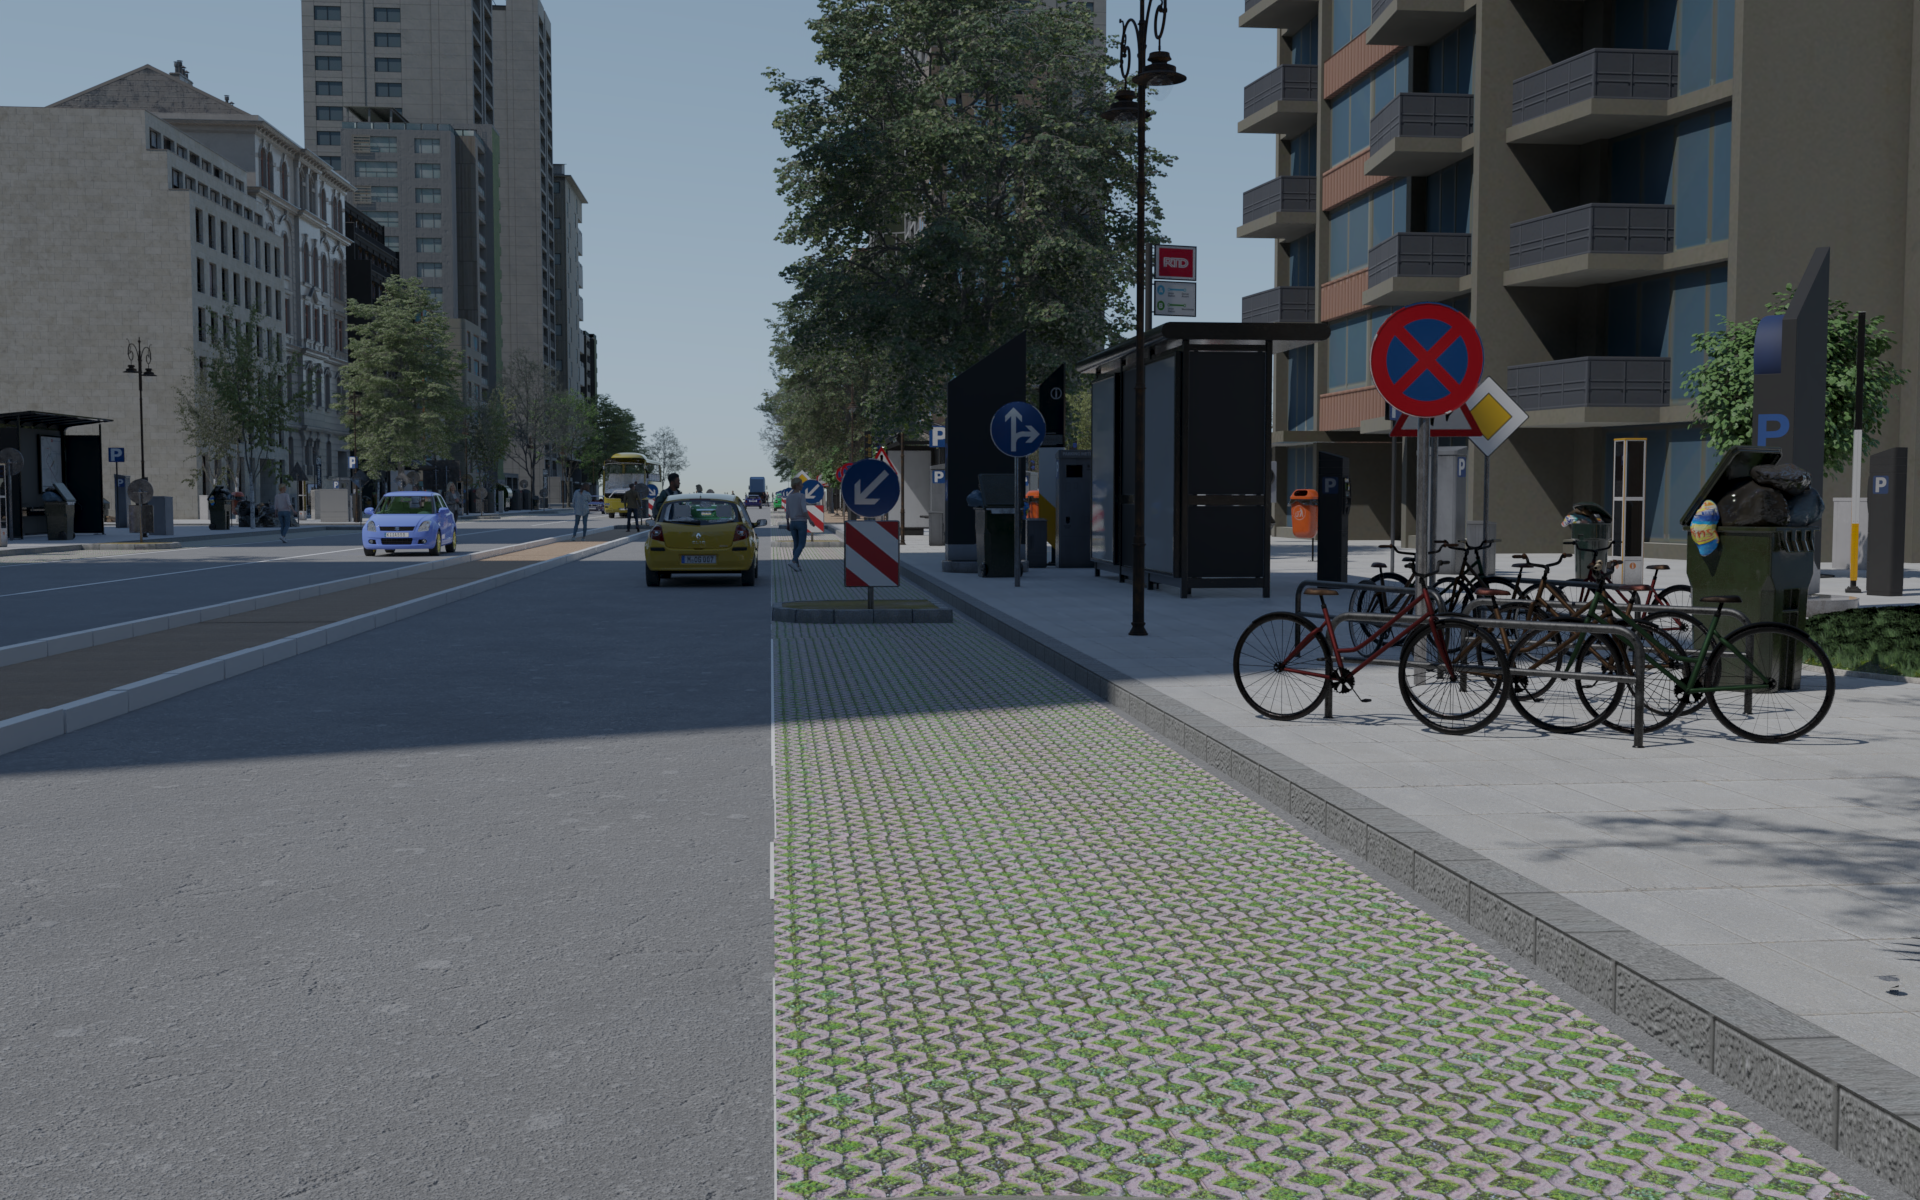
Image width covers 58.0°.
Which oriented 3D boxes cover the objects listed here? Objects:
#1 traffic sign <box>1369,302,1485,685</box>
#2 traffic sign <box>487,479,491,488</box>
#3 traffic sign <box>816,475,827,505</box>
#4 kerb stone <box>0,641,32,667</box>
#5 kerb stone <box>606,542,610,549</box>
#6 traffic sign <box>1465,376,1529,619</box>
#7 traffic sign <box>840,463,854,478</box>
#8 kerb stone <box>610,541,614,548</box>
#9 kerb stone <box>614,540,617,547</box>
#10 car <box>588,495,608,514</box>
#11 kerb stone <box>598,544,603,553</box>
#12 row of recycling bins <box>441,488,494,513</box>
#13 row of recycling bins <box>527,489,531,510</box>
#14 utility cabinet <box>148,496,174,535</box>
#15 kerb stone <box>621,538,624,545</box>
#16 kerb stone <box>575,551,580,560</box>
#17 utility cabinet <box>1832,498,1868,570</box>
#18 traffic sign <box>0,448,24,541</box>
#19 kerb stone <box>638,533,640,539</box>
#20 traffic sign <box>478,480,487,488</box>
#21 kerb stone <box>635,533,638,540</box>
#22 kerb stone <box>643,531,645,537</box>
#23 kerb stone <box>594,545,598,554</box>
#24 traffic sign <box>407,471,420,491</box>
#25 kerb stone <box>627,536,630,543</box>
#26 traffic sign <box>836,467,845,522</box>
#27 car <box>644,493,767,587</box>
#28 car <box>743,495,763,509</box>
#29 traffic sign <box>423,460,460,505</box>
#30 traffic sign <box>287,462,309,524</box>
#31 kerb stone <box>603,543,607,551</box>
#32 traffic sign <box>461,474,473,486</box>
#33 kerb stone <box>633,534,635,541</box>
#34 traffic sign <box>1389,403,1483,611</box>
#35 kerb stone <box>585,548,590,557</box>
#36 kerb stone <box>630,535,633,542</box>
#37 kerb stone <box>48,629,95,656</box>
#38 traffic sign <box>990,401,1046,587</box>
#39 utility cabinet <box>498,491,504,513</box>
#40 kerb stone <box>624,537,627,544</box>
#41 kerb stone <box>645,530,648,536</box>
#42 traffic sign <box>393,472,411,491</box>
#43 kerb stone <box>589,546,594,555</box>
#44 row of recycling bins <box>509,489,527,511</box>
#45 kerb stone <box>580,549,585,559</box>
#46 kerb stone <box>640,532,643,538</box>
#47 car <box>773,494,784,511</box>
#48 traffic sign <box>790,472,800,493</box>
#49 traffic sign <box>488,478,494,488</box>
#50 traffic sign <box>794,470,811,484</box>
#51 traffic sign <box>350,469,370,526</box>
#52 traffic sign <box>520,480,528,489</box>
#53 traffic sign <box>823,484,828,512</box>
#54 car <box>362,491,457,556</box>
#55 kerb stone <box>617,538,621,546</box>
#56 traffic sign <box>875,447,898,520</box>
[{"bbox_3d":[3.095,-0.702,11.580,0.768,2.556,0.104,0,4,-1],"label":"traffic sign"},{"bbox_3d":[-33.817,-7.506,123.901,0.795,2.450,0.064,0,4,-3],"label":"traffic sign"},{"bbox_3d":[-8.145,-6.276,102.713,0.768,2.556,0.104,0,4,-5],"label":"traffic sign"},{"bbox_3d":[-7.999,0.463,14.661,0.120,0.150,1.000,0,4,-6],"label":"kerb stone"},{"bbox_3d":[-9.153,-1.357,44.499,0.120,0.150,1.000,0,4,-6],"label":"kerb stone"},{"bbox_3d":[5.164,-0.968,17.007,0.795,2.450,0.064,0,4,1],"label":"traffic sign"},{"bbox_3d":[-4.449,-4.277,70.040,0.768,2.556,0.104,0,4,-3],"label":"traffic sign"},{"bbox_3d":[-9.262,-1.426,45.515,0.120,0.150,1.000,0,4,-6],"label":"kerb stone"},{"bbox_3d":[-9.380,-1.488,46.530,0.120,0.150,1.000,0,4,-6],"label":"kerb stone"},{"bbox_3d":[-26.146,-6.824,124.145,1.945,1.354,3.894,0,4,-4],"label":"car"},{"bbox_3d":[-8.921,-1.237,42.456,0.120,0.150,1.000,0,4,-6],"label":"kerb stone"},{"bbox_3d":[-32.884,-6.639,115.658,3.534,1.692,1.069,-3,4,-38],"label":"row of recycling bins"},{"bbox_3d":[-35.831,-8.059,138.870,1.069,1.692,3.534,2,4,29],"label":"row of recycling bins"},{"bbox_3d":[-25.009,-2.633,54.209,1.020,1.237,0.306,3,4,37],"label":"utility cabinet"},{"bbox_3d":[-9.599,-1.612,48.580,0.120,0.150,1.000,0,4,-6],"label":"kerb stone"},{"bbox_3d":[-8.370,-0.927,37.355,0.120,0.150,1.000,0,4,-6],"label":"kerb stone"},{"bbox_3d":[15.317,-1.121,29.488,0.306,1.237,1.020,-1,4,-9],"label":"utility cabinet"},{"bbox_3d":[-26.127,-2.907,47.628,0.768,2.556,0.104,0,4,0],"label":"traffic sign"},{"bbox_3d":[-10.269,-1.987,54.687,0.120,0.150,1.000,0,4,-6],"label":"kerb stone"},{"bbox_3d":[-33.848,-7.381,122.808,0.606,2.300,0.079,0,4,-2],"label":"traffic sign"},{"bbox_3d":[-10.153,-1.925,53.671,0.120,0.150,1.000,0,4,-6],"label":"kerb stone"},{"bbox_3d":[-10.492,-2.112,56.728,0.120,0.150,1.000,0,4,-6],"label":"kerb stone"},{"bbox_3d":[-8.823,-1.177,41.438,0.120,0.150,1.000,0,4,-6],"label":"kerb stone"},{"bbox_3d":[-30.255,-5.855,95.827,0.768,2.556,0.104,0,4,-2],"label":"traffic sign"},{"bbox_3d":[-9.829,-1.733,50.621,0.120,0.150,1.000,0,4,-6],"label":"kerb stone"},{"bbox_3d":[-5.288,-4.828,79.038,0.768,2.556,0.104,0,4,-2],"label":"traffic sign"},{"bbox_3d":[-4.173,-1.107,28.329,2.015,1.641,3.980,0,4,-6],"label":"car"},{"bbox_3d":[-20.107,-9.514,168.129,1.945,1.354,3.894,0,4,-8],"label":"car"},{"bbox_3d":[-31.068,-6.720,103.750,2.265,3.308,0.079,0,4,3],"label":"traffic sign"},{"bbox_3d":[-26.511,-4.241,69.342,0.884,2.594,0.081,0,4,-1],"label":"traffic sign"},{"bbox_3d":[-9.044,-1.302,43.482,0.120,0.150,1.000,0,4,-6],"label":"kerb stone"},{"bbox_3d":[-30.835,-6.622,108.379,0.768,2.556,0.104,0,4,-2],"label":"traffic sign"},{"bbox_3d":[-10.046,-1.863,52.654,0.120,0.150,1.000,0,4,-6],"label":"kerb stone"},{"bbox_3d":[4.413,-0.986,16.132,0.884,2.594,0.081,0,4,-5],"label":"traffic sign"},{"bbox_3d":[-8.590,-1.053,39.406,0.120,0.150,1.000,0,4,-6],"label":"kerb stone"},{"bbox_3d":[-9.934,-1.794,51.638,0.120,0.150,1.000,0,4,-6],"label":"kerb stone"},{"bbox_3d":[-8.116,0.398,15.689,0.120,0.150,1.000,0,4,-6],"label":"kerb stone"},{"bbox_3d":[0.796,-1.455,23.903,0.768,2.556,0.104,0,4,-5],"label":"traffic sign"},{"bbox_3d":[-31.302,-6.691,118.083,0.318,1.500,1.173,-1,4,-13],"label":"utility cabinet"},{"bbox_3d":[-9.709,-1.676,49.602,0.120,0.150,1.000,0,4,-6],"label":"kerb stone"},{"bbox_3d":[-10.600,-2.174,57.746,0.120,0.150,1.000,0,4,-6],"label":"kerb stone"},{"bbox_3d":[-24.977,-4.523,77.591,0.795,2.450,0.064,0,4,-6],"label":"traffic sign"},{"bbox_3d":[-8.707,-1.113,40.422,0.120,0.150,1.000,0,4,-6],"label":"kerb stone"},{"bbox_3d":[-35.879,-7.853,135.512,3.534,1.692,1.069,1,4,20],"label":"row of recycling bins"},{"bbox_3d":[-8.486,-0.990,38.389,0.120,0.150,1.000,0,4,-6],"label":"kerb stone"},{"bbox_3d":[-10.375,-2.050,55.710,0.120,0.150,1.000,0,4,-6],"label":"kerb stone"},{"bbox_3d":[-14.552,-8.246,143.614,1.959,1.807,4.718,0,4,-5],"label":"car"},{"bbox_3d":[-7.385,-4.639,79.488,0.795,2.450,0.064,0,4,-6],"label":"traffic sign"},{"bbox_3d":[-35.544,-8.015,131.148,0.768,2.556,0.104,0,4,3],"label":"traffic sign"},{"bbox_3d":[-6.517,-4.153,71.550,0.795,2.450,0.064,0,4,-6],"label":"traffic sign"},{"bbox_3d":[-24.109,-4.037,69.653,0.795,2.450,0.064,0,4,-6],"label":"traffic sign"},{"bbox_3d":[-38.150,-9.263,151.551,0.768,2.556,0.104,0,4,-3],"label":"traffic sign"},{"bbox_3d":[-9.453,-7.519,122.945,0.884,2.594,0.081,0,4,-2],"label":"traffic sign"},{"bbox_3d":[-13.068,-1.932,41.185,1.945,1.707,3.694,0,4,-8],"label":"car"},{"bbox_3d":[-9.488,-1.547,47.550,0.120,0.150,1.000,0,4,-6],"label":"kerb stone"},{"bbox_3d":[-2.154,-2.920,47.738,0.884,2.594,0.081,0,4,2],"label":"traffic sign"}]
